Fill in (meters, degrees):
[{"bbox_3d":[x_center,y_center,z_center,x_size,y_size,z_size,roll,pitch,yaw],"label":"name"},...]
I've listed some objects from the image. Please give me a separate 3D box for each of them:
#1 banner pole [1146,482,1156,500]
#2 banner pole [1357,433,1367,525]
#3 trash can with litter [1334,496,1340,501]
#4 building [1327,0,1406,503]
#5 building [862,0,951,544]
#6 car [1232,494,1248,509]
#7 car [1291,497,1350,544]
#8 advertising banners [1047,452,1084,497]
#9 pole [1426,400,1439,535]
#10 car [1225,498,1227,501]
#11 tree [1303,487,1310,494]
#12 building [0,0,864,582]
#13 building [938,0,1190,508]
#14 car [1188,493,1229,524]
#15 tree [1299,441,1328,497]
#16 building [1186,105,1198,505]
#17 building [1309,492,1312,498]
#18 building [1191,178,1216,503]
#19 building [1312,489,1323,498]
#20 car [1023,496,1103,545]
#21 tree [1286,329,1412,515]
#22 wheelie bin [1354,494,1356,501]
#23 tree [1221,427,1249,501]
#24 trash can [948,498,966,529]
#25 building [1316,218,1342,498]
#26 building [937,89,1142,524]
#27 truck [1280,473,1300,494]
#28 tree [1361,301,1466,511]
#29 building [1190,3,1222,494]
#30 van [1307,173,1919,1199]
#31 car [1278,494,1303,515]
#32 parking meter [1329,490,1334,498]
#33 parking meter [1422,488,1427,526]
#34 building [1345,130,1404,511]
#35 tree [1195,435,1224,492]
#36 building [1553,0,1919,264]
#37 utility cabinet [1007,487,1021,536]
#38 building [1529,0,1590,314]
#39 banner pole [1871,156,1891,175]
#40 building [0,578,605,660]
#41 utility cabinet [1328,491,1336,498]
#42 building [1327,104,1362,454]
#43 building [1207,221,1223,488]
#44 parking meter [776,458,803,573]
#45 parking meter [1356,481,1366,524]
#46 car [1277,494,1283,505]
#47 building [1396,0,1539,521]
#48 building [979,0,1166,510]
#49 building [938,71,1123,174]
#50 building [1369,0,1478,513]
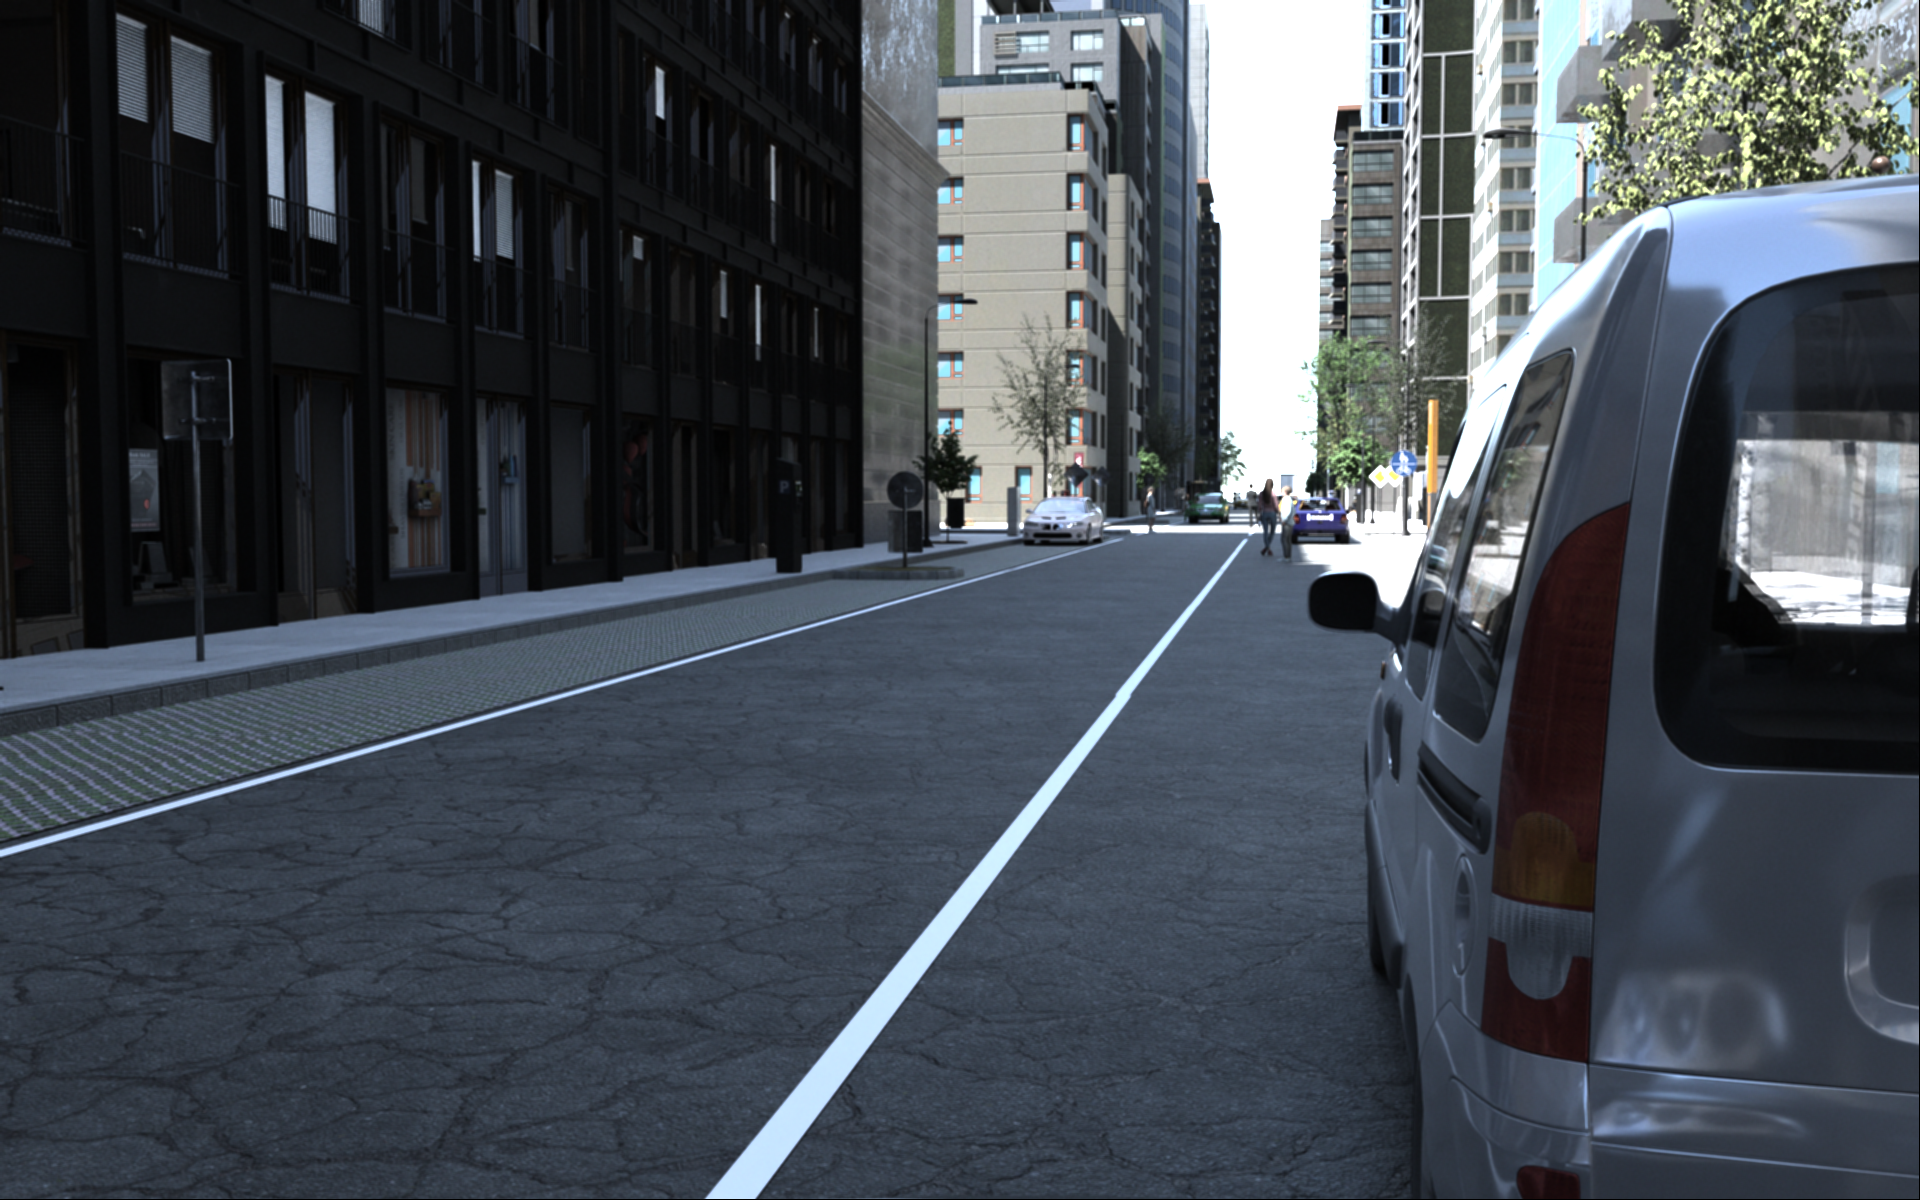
[{"bbox_3d":[13.555,-8.156,123.365,0.863,3.779,0.401,0,3,0],"label":"banner pole"},{"bbox_3d":[16.704,-5.007,71.879,0.401,3.779,0.863,1,4,9],"label":"banner pole"},{"bbox_3d":[28.032,-7.129,127.942,1.055,1.170,0.624,2,4,28],"label":"trash can with litter"},{"bbox_3d":[46.171,-51.799,159.589,22.319,86.520,31.000,1,4,10],"label":"building"},{"bbox_3d":[-13.552,-15.442,49.745,25.104,27.353,12.463,1,4,10],"label":"building"},{"bbox_3d":[27.010,-9.486,165.327,2.015,1.641,3.980,1,4,9],"label":"car"},{"bbox_3d":[10.524,-2.354,51.066,1.945,1.354,3.894,1,4,9],"label":"car"},{"bbox_3d":[4.432,-4.708,73.163,2.074,3.025,0.090,3,5,43],"label":"advertising banners"},{"bbox_3d":[10.263,-2.678,37.625,0.158,3.312,0.155,0,3,0],"label":"pole"},{"bbox_3d":[24.374,-9.482,164.813,2.009,1.686,4.222,1,4,11],"label":"car"},{"bbox_3d":[53.063,-16.487,264.167,1.663,3.219,1.824,0,3,0],"label":"tree"},{"bbox_3d":[-9.802,-12.509,34.208,12.332,23.373,15.834,1,4,10],"label":"building"},{"bbox_3d":[10.490,-38.109,165.089,21.231,58.520,28.212,1,4,10],"label":"building"},{"bbox_3d":[12.339,-4.710,85.807,1.959,1.807,4.718,1,4,12],"label":"car"},{"bbox_3d":[44.934,-16.432,219.018,4.360,8.622,3.978,0,3,0],"label":"tree"},{"bbox_3d":[19.999,-33.645,200.202,14.600,45.320,14.200,1,4,10],"label":"building"},{"bbox_3d":[72.250,-35.692,275.437,32.217,40.220,23.993,1,4,10],"label":"building"},{"bbox_3d":[23.226,-35.550,235.874,22.147,44.769,28.867,1,4,10],"label":"building"},{"bbox_3d":[65.338,-33.299,236.322,32.217,40.220,23.993,1,4,10],"label":"building"},{"bbox_3d":[3.005,-2.285,49.728,2.083,1.381,4.827,1,4,12],"label":"car"},{"bbox_3d":[24.094,-11.153,108.111,9.928,11.665,9.643,0,3,0],"label":"tree"},{"bbox_3d":[28.350,-7.027,122.796,0.693,1.594,0.980,0,4,-3],"label":"wheelie bin"},{"bbox_3d":[45.189,-22.928,292.994,7.486,12.596,7.792,0,3,0],"label":"tree"},{"bbox_3d":[-0.149,-3.234,64.537,0.748,1.137,0.748,0,3,0],"label":"trash can"},{"bbox_3d":[60.153,-35.065,256.901,14.154,41.232,14.086,1,4,10],"label":"building"},{"bbox_3d":[-5.483,-15.034,90.852,27.650,21.520,28.899,1,4,10],"label":"building"},{"bbox_3d":[45.834,-15.419,241.017,2.839,4.237,11.283,1,4,12],"label":"truck"},{"bbox_3d":[17.373,-7.139,67.078,4.360,8.622,3.978,0,3,0],"label":"tree"},{"bbox_3d":[28.967,-50.233,259.553,20.563,71.187,20.611,1,4,10],"label":"building"},{"bbox_3d":[1.792,0.194,3.848,2.013,2.044,4.112,1,4,12],"label":"van"},{"bbox_3d":[22.412,-6.512,116.702,2.015,1.641,3.980,1,4,9],"label":"car"},{"bbox_3d":[25.355,-6.719,118.274,0.372,1.533,0.369,0,3,0],"label":"parking meter"},{"bbox_3d":[18.736,-3.735,69.477,0.372,1.533,0.369,0,3,0],"label":"parking meter"},{"bbox_3d":[38.417,-22.513,139.782,14.160,30.474,14.107,1,4,10],"label":"building"},{"bbox_3d":[29.862,-15.911,210.508,4.737,8.622,4.395,0,3,0],"label":"tree"},{"bbox_3d":[24.386,-25.268,32.742,23.786,49.044,30.456,1,4,10],"label":"building"},{"bbox_3d":[1.649,-2.720,53.155,0.318,1.500,1.173,0,4,8],"label":"utility cabinet"},{"bbox_3d":[29.824,-25.355,64.666,14.200,45.320,14.600,1,4,10],"label":"building"},{"bbox_3d":[6.831,-1.417,13.178,0.401,3.779,0.863,0,4,1],"label":"banner pole"},{"bbox_3d":[-12.438,-11.524,18.095,12.332,23.373,15.834,1,4,10],"label":"building"},{"bbox_3d":[28.133,-7.476,130.911,0.318,1.500,1.173,2,4,31],"label":"utility cabinet"},{"bbox_3d":[52.142,-32.803,190.953,22.147,44.769,28.867,1,4,10],"label":"building"},{"bbox_3d":[34.670,-38.339,276.955,14.600,45.320,14.200,1,4,10],"label":"building"},{"bbox_3d":[-2.773,-1.373,28.168,0.399,1.863,0.255,2,4,27],"label":"parking meter"},{"bbox_3d":[17.338,-4.233,74.925,0.255,1.863,0.399,-2,4,-31],"label":"parking meter"},{"bbox_3d":[26.955,-8.198,143.823,2.009,1.686,4.222,1,4,11],"label":"car"},{"bbox_3d":[39.135,-24.136,86.512,32.217,40.220,23.993,1,4,10],"label":"building"},{"bbox_3d":[9.502,-28.180,144.329,14.154,41.232,14.086,1,4,10],"label":"building"},{"bbox_3d":[3.817,-21.469,122.723,14.160,30.474,14.107,1,4,10],"label":"building"},{"bbox_3d":[39.684,-41.663,119.441,20.563,71.187,20.611,1,4,10],"label":"building"}]
